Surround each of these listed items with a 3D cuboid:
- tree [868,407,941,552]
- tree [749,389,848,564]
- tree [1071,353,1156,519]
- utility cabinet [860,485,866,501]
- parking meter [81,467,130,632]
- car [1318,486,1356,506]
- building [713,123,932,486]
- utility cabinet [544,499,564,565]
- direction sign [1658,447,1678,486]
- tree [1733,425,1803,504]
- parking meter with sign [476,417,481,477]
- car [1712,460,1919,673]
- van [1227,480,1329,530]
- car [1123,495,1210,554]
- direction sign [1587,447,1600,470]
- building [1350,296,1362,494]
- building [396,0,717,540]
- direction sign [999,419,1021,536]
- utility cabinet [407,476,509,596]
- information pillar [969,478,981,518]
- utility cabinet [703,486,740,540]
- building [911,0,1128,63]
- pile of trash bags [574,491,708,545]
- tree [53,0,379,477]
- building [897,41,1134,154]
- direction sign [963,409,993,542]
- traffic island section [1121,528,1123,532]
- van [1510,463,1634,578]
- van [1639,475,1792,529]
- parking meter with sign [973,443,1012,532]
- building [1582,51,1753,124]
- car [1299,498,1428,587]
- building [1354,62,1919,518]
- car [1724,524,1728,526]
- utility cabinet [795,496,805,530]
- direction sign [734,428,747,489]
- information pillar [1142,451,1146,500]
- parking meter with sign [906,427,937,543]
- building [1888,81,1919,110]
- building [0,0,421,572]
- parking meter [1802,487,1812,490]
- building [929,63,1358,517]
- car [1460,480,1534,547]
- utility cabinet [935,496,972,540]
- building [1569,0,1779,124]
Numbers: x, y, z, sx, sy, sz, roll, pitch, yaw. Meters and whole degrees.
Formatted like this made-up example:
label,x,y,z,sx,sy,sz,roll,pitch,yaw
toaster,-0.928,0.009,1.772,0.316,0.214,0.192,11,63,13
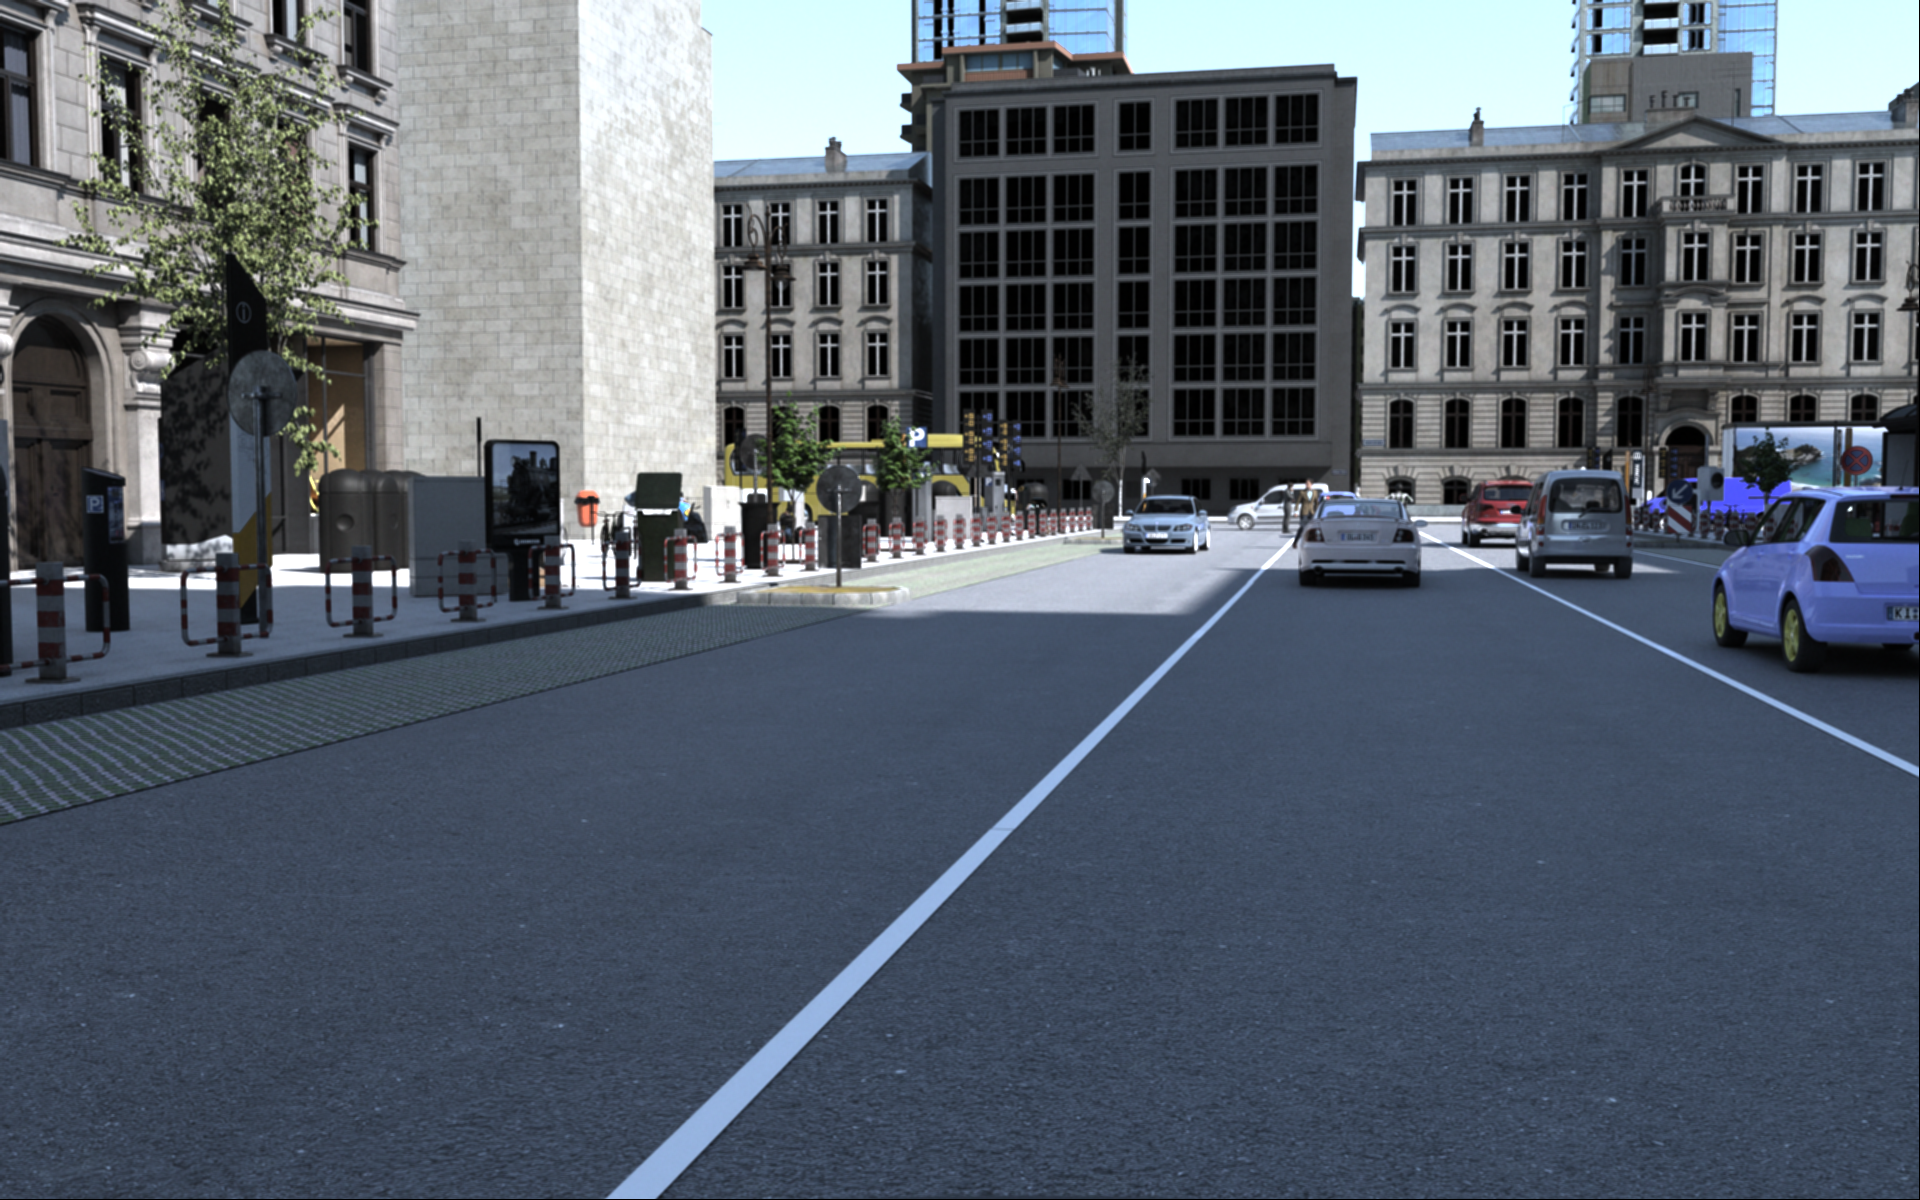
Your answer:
label,x,y,z,sx,sy,sz,roll,pitch,yaw
tree,-1.471,-2.695,38.664,1.663,3.219,1.824,0,3,0
tree,-3.180,-2.300,32.211,1.663,3.219,1.824,0,3,0
tree,8.138,-8.533,89.879,4.360,8.622,3.978,0,3,0
utility cabinet,-2.638,-2.231,45.162,0.318,1.500,1.173,0,4,-5
parking meter,-8.010,-0.479,16.235,0.372,1.533,0.369,0,3,0
car,12.556,-2.946,57.757,1.945,1.707,3.694,1,4,11
building,-18.186,-17.780,109.792,34.723,24.649,14.460,1,4,12
utility cabinet,-7.478,-1.200,30.788,0.306,1.237,1.020,2,4,28
direction sign,34.328,-5.627,84.001,0.876,3.537,0.379,3,4,38
tree,22.657,-3.319,48.871,1.663,3.219,1.824,0,3,0
parking meter with sign,-10.127,-2.651,39.604,1.738,3.016,0.543,-1,4,-17
car,7.754,-0.334,15.044,1.945,1.707,3.694,1,4,11
van,12.672,-3.775,68.733,4.112,2.044,2.013,1,4,12
car,5.181,-1.899,43.047,2.014,1.417,4.499,1,4,14
direction sign,30.447,-5.585,83.308,0.379,3.537,0.876,-1,4,-20
building,56.502,-29.679,256.957,14.107,30.474,14.160,1,4,12
building,-17.499,-12.209,54.362,16.860,20.320,10.420,1,4,12
direction sign,1.526,-3.723,52.861,0.876,3.537,0.379,-3,5,-40
utility cabinet,-6.340,-0.808,21.891,1.173,1.500,0.318,-2,4,-32
information pillar,0.556,-3.663,64.375,0.304,2.012,0.304,3,5,40
utility cabinet,-6.541,-2.385,47.676,0.318,1.500,1.173,2,4,34
building,7.351,-54.506,203.843,31.000,86.520,22.319,1,4,12
pile of trash bags,-8.309,-2.128,44.551,3.447,1.369,1.912,-3,5,-41
tree,-10.113,-4.527,24.382,4.737,8.622,4.395,0,3,0
building,6.160,-31.621,171.626,22.147,44.769,28.867,1,4,12
direction sign,0.481,-3.316,46.220,0.876,3.537,0.379,-2,4,-26
traffic island section,7.275,-2.662,65.801,2.009,0.180,2.903,1,4,12
van,10.938,-1.465,30.968,2.013,2.044,4.112,1,4,13
van,28.015,-3.673,64.434,5.245,2.365,2.240,1,4,12
parking meter with sign,1.141,-3.812,58.583,0.543,3.016,1.738,3,4,37
building,66.138,-29.452,165.131,14.154,41.232,14.086,1,4,12
car,6.563,-0.974,28.288,2.083,1.381,4.827,1,4,14
building,39.936,-17.017,97.310,34.723,24.649,14.460,1,4,12
car,35.354,-3.911,75.946,4.499,1.417,2.014,1,4,13
utility cabinet,-5.372,-2.860,57.925,0.306,1.237,1.020,0,4,-2
direction sign,-7.579,-4.152,59.875,0.379,3.537,0.876,-2,4,-33
information pillar,9.882,-6.231,93.226,0.183,3.616,0.504,-1,4,-11
parking meter with sign,-0.977,-3.027,45.750,0.543,3.016,1.738,1,4,10
building,111.957,-34.187,182.665,21.600,48.544,21.300,1,4,12
building,-21.224,-10.397,20.895,10.553,20.767,40.483,1,4,12
parking meter,28.539,-3.051,58.287,0.372,1.533,0.369,0,3,0
building,11.173,-18.938,103.146,24.014,27.812,14.314,1,4,12
car,14.994,-2.392,47.779,2.281,1.827,5.304,1,4,13
utility cabinet,-0.174,-2.299,48.742,1.020,1.237,0.306,1,4,12
building,74.112,-53.356,185.041,22.319,86.520,31.000,1,4,12
